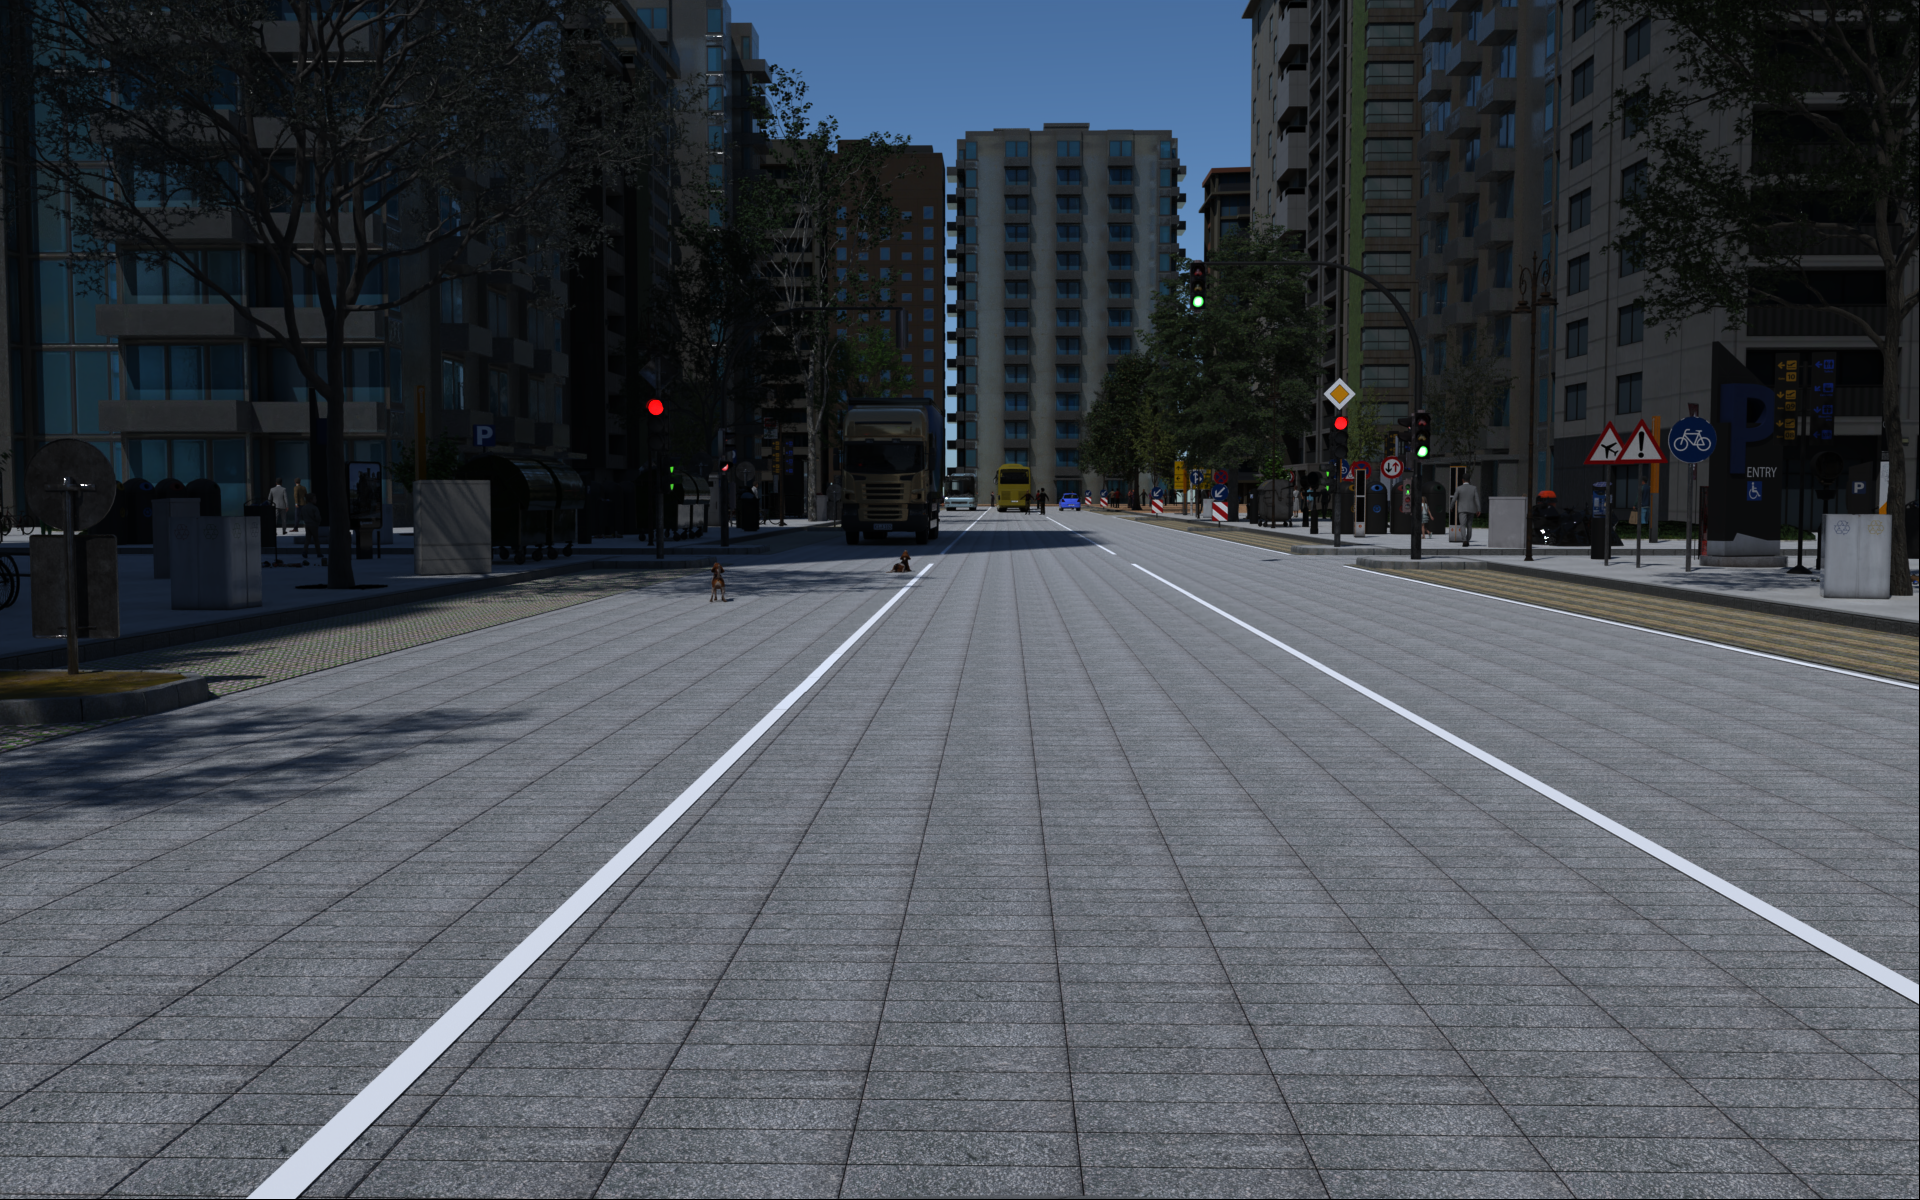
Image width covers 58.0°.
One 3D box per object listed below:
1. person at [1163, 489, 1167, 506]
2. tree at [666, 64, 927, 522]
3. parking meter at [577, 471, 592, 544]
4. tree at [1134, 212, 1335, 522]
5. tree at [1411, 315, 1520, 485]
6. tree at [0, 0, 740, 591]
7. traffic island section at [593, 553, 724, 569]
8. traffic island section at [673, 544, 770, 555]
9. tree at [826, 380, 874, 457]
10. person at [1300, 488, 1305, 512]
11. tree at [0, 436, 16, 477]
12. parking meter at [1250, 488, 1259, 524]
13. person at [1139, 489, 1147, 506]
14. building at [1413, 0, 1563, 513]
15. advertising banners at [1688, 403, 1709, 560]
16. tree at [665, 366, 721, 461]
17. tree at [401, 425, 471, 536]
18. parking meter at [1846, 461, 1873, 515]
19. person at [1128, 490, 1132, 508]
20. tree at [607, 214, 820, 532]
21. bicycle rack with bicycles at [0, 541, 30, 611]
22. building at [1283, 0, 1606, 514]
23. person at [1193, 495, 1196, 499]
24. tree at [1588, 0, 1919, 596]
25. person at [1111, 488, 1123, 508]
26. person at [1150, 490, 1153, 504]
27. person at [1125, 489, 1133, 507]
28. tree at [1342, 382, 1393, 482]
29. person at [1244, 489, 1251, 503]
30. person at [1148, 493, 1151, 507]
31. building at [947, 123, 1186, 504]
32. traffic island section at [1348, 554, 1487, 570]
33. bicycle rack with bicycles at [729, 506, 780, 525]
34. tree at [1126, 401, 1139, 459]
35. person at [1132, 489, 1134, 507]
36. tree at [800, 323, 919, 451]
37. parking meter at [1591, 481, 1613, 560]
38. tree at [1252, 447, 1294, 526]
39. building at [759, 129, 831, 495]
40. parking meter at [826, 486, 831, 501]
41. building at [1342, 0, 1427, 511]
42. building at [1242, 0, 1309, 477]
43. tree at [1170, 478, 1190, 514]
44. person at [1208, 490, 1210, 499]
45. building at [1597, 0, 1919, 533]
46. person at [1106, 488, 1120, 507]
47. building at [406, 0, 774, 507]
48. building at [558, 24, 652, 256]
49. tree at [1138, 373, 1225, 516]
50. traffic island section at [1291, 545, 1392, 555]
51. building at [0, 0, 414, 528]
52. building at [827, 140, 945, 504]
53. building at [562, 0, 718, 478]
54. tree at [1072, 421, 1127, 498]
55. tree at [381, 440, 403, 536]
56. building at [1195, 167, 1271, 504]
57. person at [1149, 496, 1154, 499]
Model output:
[{"bbox_3d":[22.413,-11.188,189.105,0.705,1.807,1.348,0,4,-2],"label":"person"},{"bbox_3d":[-8.057,-13.673,79.435,12.611,20.169,13.585,0,3,0],"label":"tree"},{"bbox_3d":[-9.672,-2.377,44.574,0.255,1.863,0.399,1,4,10],"label":"parking meter"},{"bbox_3d":[12.616,-10.608,80.091,9.857,13.997,8.962,0,3,0],"label":"tree"},{"bbox_3d":[20.647,-7.370,70.870,4.360,8.622,3.978,0,3,0],"label":"tree"},{"bbox_3d":[-8.490,-6.889,23.004,12.009,13.543,11.850,0,3,0],"label":"tree"},{"bbox_3d":[-5.975,-0.741,34.400,2.009,0.180,2.903,0,4,1],"label":"traffic island section"},{"bbox_3d":[-5.769,-1.229,42.382,2.009,0.180,2.903,0,4,1],"label":"traffic island section"},{"bbox_3d":[-6.404,-9.857,111.532,4.737,8.622,4.395,0,3,0],"label":"tree"},{"bbox_3d":[23.942,-6.974,120.789,0.721,1.735,1.217,1,4,16],"label":"person"},{"bbox_3d":[-16.778,-2.074,28.517,1.663,3.219,1.824,0,3,0],"label":"tree"},{"bbox_3d":[12.627,-4.031,74.316,0.372,1.533,0.369,0,3,0],"label":"parking meter"},{"bbox_3d":[19.450,-10.852,183.498,0.705,1.821,1.348,-3,4,-36],"label":"person"},{"bbox_3d":[38.003,-29.034,94.316,23.786,49.044,30.456,0,4,1],"label":"building"},{"bbox_3d":[14.648,-2.312,33.996,0.090,3.025,2.074,3,5,44],"label":"advertising banners"},{"bbox_3d":[-14.954,-8.942,96.562,4.737,8.622,4.395,0,3,0],"label":"tree"},{"bbox_3d":[-14.281,-3.292,48.433,1.663,3.219,1.824,0,3,0],"label":"tree"},{"bbox_3d":[16.175,-1.558,31.187,0.399,1.863,0.255,2,4,34],"label":"parking meter"},{"bbox_3d":[15.208,-9.007,154.775,0.415,1.643,0.593,-2,4,-29],"label":"person"},{"bbox_3d":[-8.241,-7.526,57.457,7.601,10.594,8.767,1,4,9],"label":"tree"},{"bbox_3d":[-11.409,-0.356,19.200,2.925,0.926,2.852,2,4,26],"label":"bicycle rack with bicycles"},{"bbox_3d":[37.823,-42.886,139.430,20.563,71.187,20.611,0,4,1],"label":"building"},{"bbox_3d":[23.467,-9.912,171.371,1.065,1.426,0.557,3,5,44],"label":"person"},{"bbox_3d":[11.634,-5.346,21.822,7.601,10.594,8.767,2,4,32],"label":"tree"},{"bbox_3d":[14.371,-9.324,158.436,1.348,1.831,0.705,-2,4,-30],"label":"person"},{"bbox_3d":[19.876,-10.575,179.870,0.530,1.710,0.541,0,4,4],"label":"person"},{"bbox_3d":[15.904,-9.437,161.059,1.217,1.743,0.721,2,4,28],"label":"person"},{"bbox_3d":[26.445,-10.006,113.968,4.737,8.622,4.395,0,3,0],"label":"tree"},{"bbox_3d":[32.134,-11.391,191.909,1.348,1.869,0.705,1,4,9],"label":"person"},{"bbox_3d":[19.226,-10.108,174.526,0.599,1.433,0.991,3,5,42],"label":"person"},{"bbox_3d":[13.658,-37.105,226.281,30.456,49.044,23.786,0,4,1],"label":"building"},{"bbox_3d":[8.961,-0.717,34.012,2.009,0.180,2.903,0,4,1],"label":"traffic island section"},{"bbox_3d":[-8.944,-3.639,72.872,2.925,0.926,2.852,0,4,-6],"label":"bicycle rack with bicycles"},{"bbox_3d":[14.169,-10.752,126.154,4.737,8.622,4.395,0,3,0],"label":"tree"},{"bbox_3d":[15.438,-8.987,153.898,0.530,1.710,0.541,-1,4,-9],"label":"person"},{"bbox_3d":[-6.036,-10.940,104.624,9.928,11.665,9.643,0,3,0],"label":"tree"},{"bbox_3d":[12.619,-1.569,34.061,0.372,1.533,0.369,0,3,0],"label":"parking meter"},{"bbox_3d":[12.647,-4.620,70.132,1.663,3.219,1.824,0,3,0],"label":"tree"},{"bbox_3d":[-27.634,-36.824,225.773,21.600,48.544,21.300,0,4,1],"label":"building"},{"bbox_3d":[-8.918,-6.855,117.791,0.399,1.863,0.255,-1,4,-16],"label":"parking meter"},{"bbox_3d":[34.456,-26.882,123.110,14.154,41.232,14.086,0,4,1],"label":"building"},{"bbox_3d":[42.694,-35.147,163.884,28.713,52.752,27.495,0,4,1],"label":"building"},{"bbox_3d":[14.117,-7.090,110.527,1.663,3.219,1.824,0,3,0],"label":"tree"},{"bbox_3d":[27.755,-11.411,192.576,0.705,1.831,1.348,0,4,4],"label":"person"},{"bbox_3d":[36.297,-38.306,64.557,20.611,71.187,20.563,0,4,1],"label":"building"},{"bbox_3d":[14.618,-9.773,165.838,1.348,1.823,0.705,1,4,15],"label":"person"},{"bbox_3d":[-33.914,-33.539,167.977,30.456,49.044,23.786,0,4,1],"label":"building"},{"bbox_3d":[-27.647,-20.603,108.567,14.160,30.474,14.107,0,4,1],"label":"building"},{"bbox_3d":[13.734,-9.230,101.278,4.737,8.622,4.395,0,3,0],"label":"tree"},{"bbox_3d":[9.167,-1.206,41.994,2.009,0.180,2.903,0,4,1],"label":"traffic island section"},{"bbox_3d":[-30.749,-27.987,77.195,23.786,49.044,30.456,0,4,1],"label":"building"},{"bbox_3d":[-9.123,-34.969,221.852,14.200,45.320,14.600,0,4,1],"label":"building"},{"bbox_3d":[-35.345,-26.836,130.652,32.217,40.220,23.993,0,4,1],"label":"building"},{"bbox_3d":[15.499,-15.249,183.737,7.601,10.594,8.767,0,4,-8],"label":"tree"},{"bbox_3d":[-16.788,-3.616,53.716,1.663,3.219,1.824,0,3,0],"label":"tree"},{"bbox_3d":[44.444,-34.854,224.492,28.867,44.769,22.147,0,4,1],"label":"building"},{"bbox_3d":[13.643,-7.035,121.798,0.721,1.736,1.217,2,4,34],"label":"person"}]
